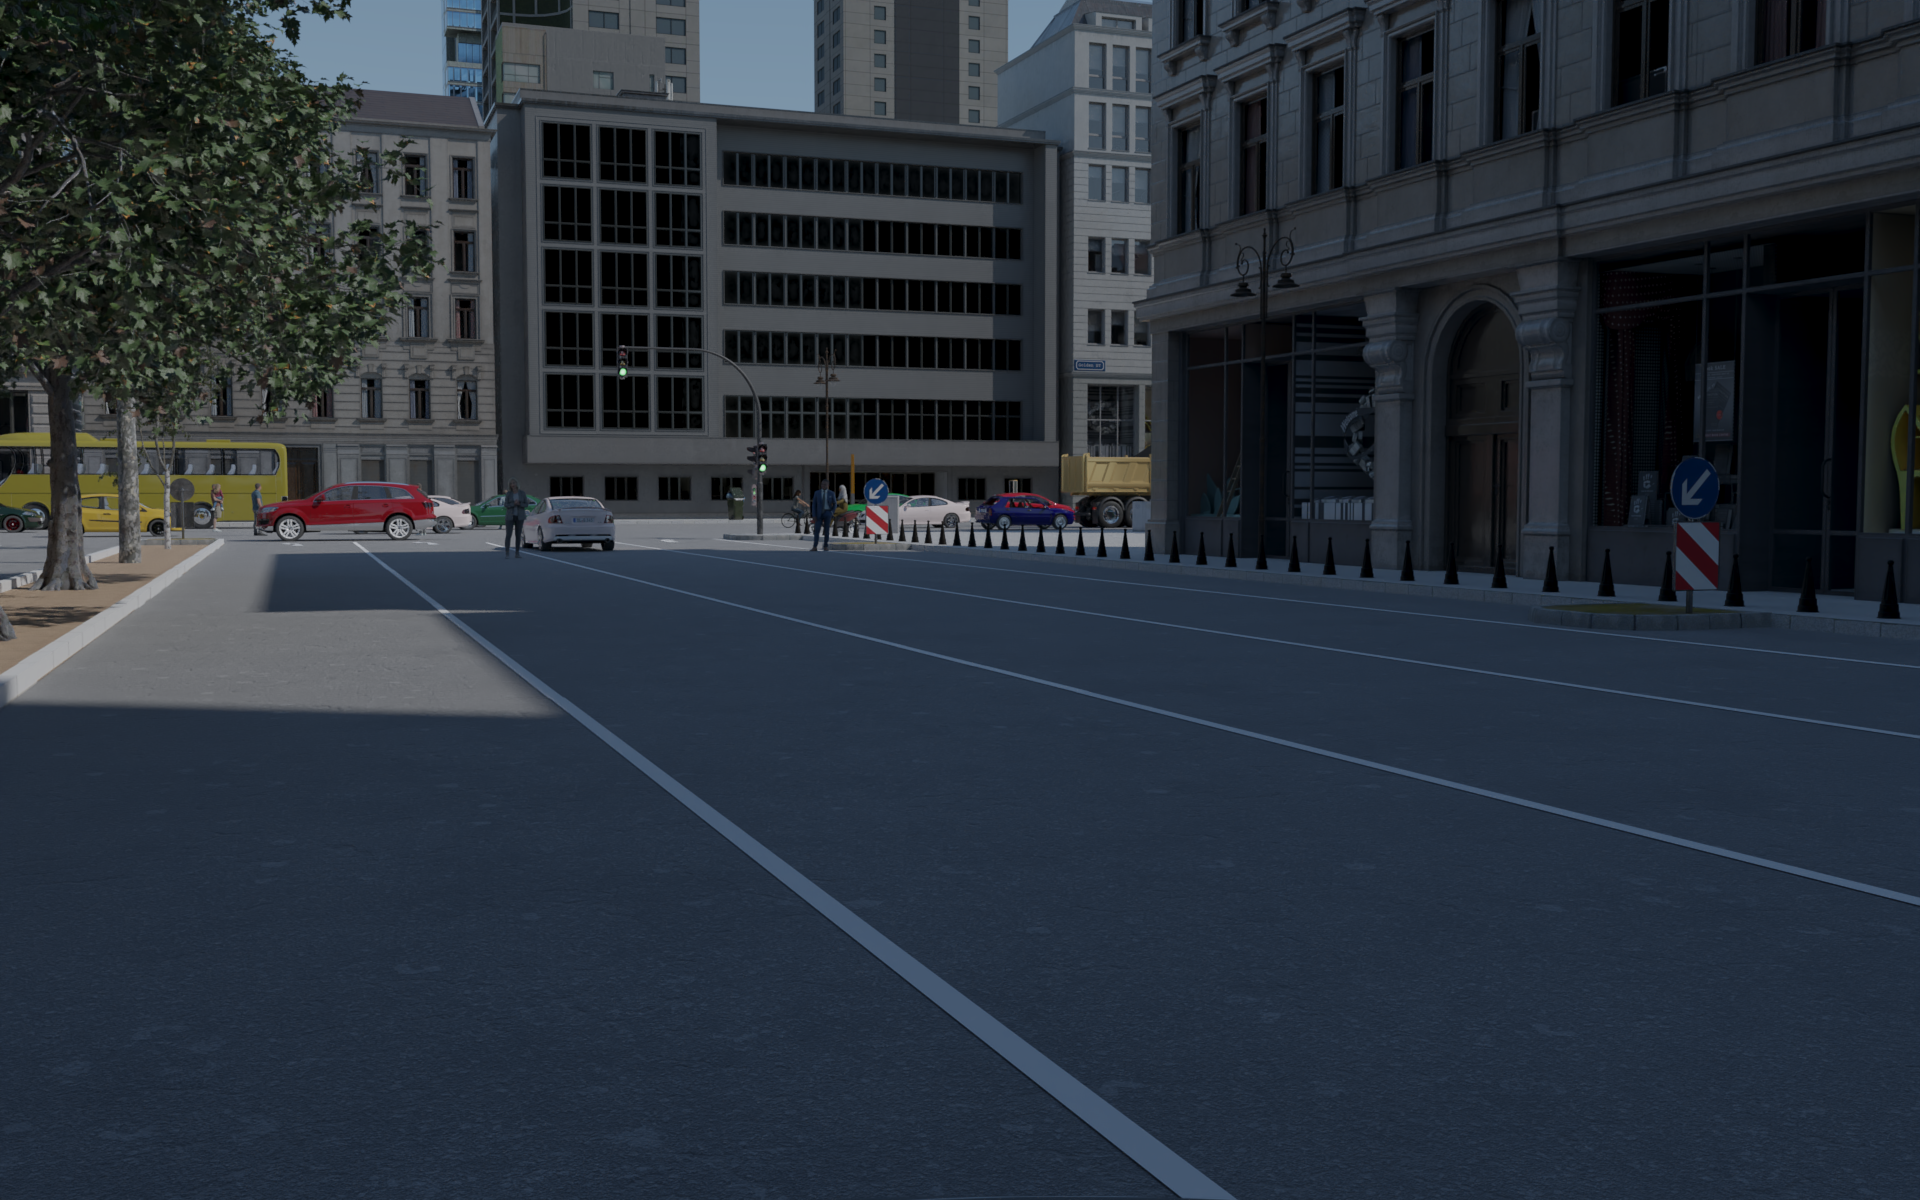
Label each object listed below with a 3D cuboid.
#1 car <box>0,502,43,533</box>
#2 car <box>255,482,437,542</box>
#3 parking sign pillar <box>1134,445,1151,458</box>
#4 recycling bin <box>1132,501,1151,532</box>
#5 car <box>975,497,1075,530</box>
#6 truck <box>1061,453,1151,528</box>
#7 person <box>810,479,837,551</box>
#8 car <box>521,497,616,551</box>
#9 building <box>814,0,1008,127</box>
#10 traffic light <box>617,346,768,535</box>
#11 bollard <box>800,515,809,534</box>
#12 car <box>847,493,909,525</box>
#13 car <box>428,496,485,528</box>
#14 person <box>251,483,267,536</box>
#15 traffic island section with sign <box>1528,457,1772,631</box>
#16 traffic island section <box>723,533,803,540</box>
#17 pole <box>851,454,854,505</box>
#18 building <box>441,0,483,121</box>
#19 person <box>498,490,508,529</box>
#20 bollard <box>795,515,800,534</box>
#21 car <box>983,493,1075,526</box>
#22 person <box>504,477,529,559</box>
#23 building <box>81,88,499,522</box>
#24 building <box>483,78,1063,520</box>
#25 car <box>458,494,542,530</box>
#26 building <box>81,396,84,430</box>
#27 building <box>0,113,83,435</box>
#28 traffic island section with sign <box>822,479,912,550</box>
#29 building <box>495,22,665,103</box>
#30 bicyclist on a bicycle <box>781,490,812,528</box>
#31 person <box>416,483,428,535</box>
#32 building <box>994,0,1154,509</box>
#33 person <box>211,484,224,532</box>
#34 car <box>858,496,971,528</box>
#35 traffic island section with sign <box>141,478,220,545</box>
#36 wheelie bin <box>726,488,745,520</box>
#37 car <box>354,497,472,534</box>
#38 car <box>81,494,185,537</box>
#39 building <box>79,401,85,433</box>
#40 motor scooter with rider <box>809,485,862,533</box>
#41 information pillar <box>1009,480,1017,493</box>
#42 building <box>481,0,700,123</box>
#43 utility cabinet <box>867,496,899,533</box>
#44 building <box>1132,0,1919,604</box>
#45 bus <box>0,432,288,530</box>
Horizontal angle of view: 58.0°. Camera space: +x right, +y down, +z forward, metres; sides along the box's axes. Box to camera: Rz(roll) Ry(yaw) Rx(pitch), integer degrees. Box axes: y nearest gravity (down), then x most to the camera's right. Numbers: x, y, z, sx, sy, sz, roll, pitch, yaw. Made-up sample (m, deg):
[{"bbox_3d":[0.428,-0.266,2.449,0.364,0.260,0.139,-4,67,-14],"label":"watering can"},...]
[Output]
[{"bbox_3d":[-36.371,-3.326,64.164,4.222,1.686,2.009,-1,4,-22],"label":"car"},{"bbox_3d":[-18.955,-2.747,53.583,5.304,1.827,2.281,-1,4,-19],"label":"car"},{"bbox_3d":[9.752,-6.471,94.280,1.447,3.967,1.447,0,4,2],"label":"parking sign pillar"},{"bbox_3d":[6.324,-2.868,59.444,0.722,1.027,0.722,1,4,14],"label":"recycling bin"},{"bbox_3d":[2.631,-3.514,70.026,3.894,1.354,1.945,-1,4,-23],"label":"car"},{"bbox_3d":[9.326,-4.836,74.992,9.791,3.379,3.469,-1,4,-20],"label":"truck"},{"bbox_3d":[-3.446,-2.130,43.513,0.721,1.800,0.419,-1,4,-11],"label":"person"},{"bbox_3d":[-10.193,-1.990,44.904,2.083,1.381,4.827,-1,4,-23],"label":"car"},{"bbox_3d":[-7.447,-47.349,212.414,20.611,71.187,20.563,-1,4,-21],"label":"building"},{"bbox_3d":[-8.297,-4.849,53.942,4.771,5.953,1.251,-1,4,-21],"label":"traffic light"},{"bbox_3d":[-4.899,-2.408,55.408,0.229,0.601,0.229,0,3,0],"label":"bollard"},{"bbox_3d":[-3.657,-4.357,80.026,4.718,1.807,1.959,-1,4,-21],"label":"car"},{"bbox_3d":[-22.121,-3.782,74.191,4.827,1.381,2.083,-1,4,-20],"label":"car"},{"bbox_3d":[-24.112,-3.116,59.579,0.434,1.807,0.598,-2,4,-34],"label":"person"},{"bbox_3d":[7.469,-0.644,19.162,1.989,1.847,2.006,-1,4,-21],"label":"traffic island section with sign"},{"bbox_3d":[-6.335,-1.999,54.957,2.009,0.180,2.903,-1,4,-21],"label":"traffic island section"},{"bbox_3d":[-5.492,-5.802,88.710,0.158,3.312,0.155,0,3,0],"label":"pole"},{"bbox_3d":[-61.544,-57.225,248.295,31.000,86.520,22.319,-1,4,-21],"label":"building"},{"bbox_3d":[-18.791,-3.748,71.585,0.589,1.601,0.330,-1,4,-23],"label":"person"},{"bbox_3d":[-5.276,-2.467,56.378,0.229,0.601,0.229,0,3,0],"label":"bollard"},{"bbox_3d":[3.125,-4.214,77.932,4.494,1.783,2.155,-1,4,-23],"label":"car"},{"bbox_3d":[-9.891,-1.831,38.617,0.537,1.800,0.526,-1,4,-13],"label":"person"},{"bbox_3d":[-32.165,-14.348,83.742,18.267,20.994,9.793,-1,4,-21],"label":"building"},{"bbox_3d":[-10.461,-16.857,94.677,30.058,24.678,14.314,-1,4,-21],"label":"building"},{"bbox_3d":[-18.534,-3.571,70.181,4.920,1.459,2.131,-1,4,-21],"label":"car"},{"bbox_3d":[-97.658,-33.837,176.938,21.600,48.544,21.300,-1,4,-21],"label":"building"},{"bbox_3d":[-50.119,-15.184,77.141,19.941,23.489,11.050,-1,4,-21],"label":"building"},{"bbox_3d":[-2.511,-2.225,45.013,1.989,1.847,2.006,-1,4,-21],"label":"traffic island section with sign"},{"bbox_3d":[-34.563,-28.914,156.333,14.154,41.232,14.086,-1,4,-21],"label":"building"},{"bbox_3d":[-6.812,-3.880,73.461,1.625,1.676,1.499,-1,4,-22],"label":"bicyclist on a bicycle"},{"bbox_3d":[-18.729,-3.147,60.089,0.434,1.807,0.598,3,5,40],"label":"person"},{"bbox_3d":[17.967,-19.968,103.972,29.804,29.767,11.434,-1,4,-21],"label":"building"},{"bbox_3d":[-28.351,-3.522,66.061,0.580,1.828,0.573,2,4,24],"label":"person"},{"bbox_3d":[-1.923,-3.721,73.204,4.827,1.381,2.083,-1,4,-21],"label":"car"},{"bbox_3d":[-22.110,-2.509,49.153,2.006,1.907,1.989,-1,4,-21],"label":"traffic island section with sign"},{"bbox_3d":[-11.166,-4.768,85.867,0.980,1.594,0.693,-3,5,-43],"label":"wheelie bin"},{"bbox_3d":[-20.187,-3.081,62.731,4.827,1.381,2.083,-1,4,-22],"label":"car"},{"bbox_3d":[-28.276,-2.941,58.316,3.980,1.641,2.015,-1,4,-23],"label":"car"},{"bbox_3d":[-84.566,-31.948,141.955,23.786,49.044,30.456,-1,4,-21],"label":"building"},{"bbox_3d":[-4.370,-3.144,60.364,1.986,1.779,0.876,-1,4,-20],"label":"motor scooter with rider"},{"bbox_3d":[2.818,-5.327,91.588,0.304,2.012,0.304,3,5,43],"label":"information pillar"},{"bbox_3d":[-38.182,-44.913,172.583,20.563,71.187,20.611,-1,4,-21],"label":"building"},{"bbox_3d":[-2.511,-2.777,56.564,1.020,1.237,0.306,0,4,7],"label":"utility cabinet"},{"bbox_3d":[8.624,-11.394,37.197,10.553,20.767,40.483,-1,4,-21],"label":"building"},{"bbox_3d":[-34.068,-4.847,70.801,12.252,3.916,2.896,-1,4,-22],"label":"bus"}]
